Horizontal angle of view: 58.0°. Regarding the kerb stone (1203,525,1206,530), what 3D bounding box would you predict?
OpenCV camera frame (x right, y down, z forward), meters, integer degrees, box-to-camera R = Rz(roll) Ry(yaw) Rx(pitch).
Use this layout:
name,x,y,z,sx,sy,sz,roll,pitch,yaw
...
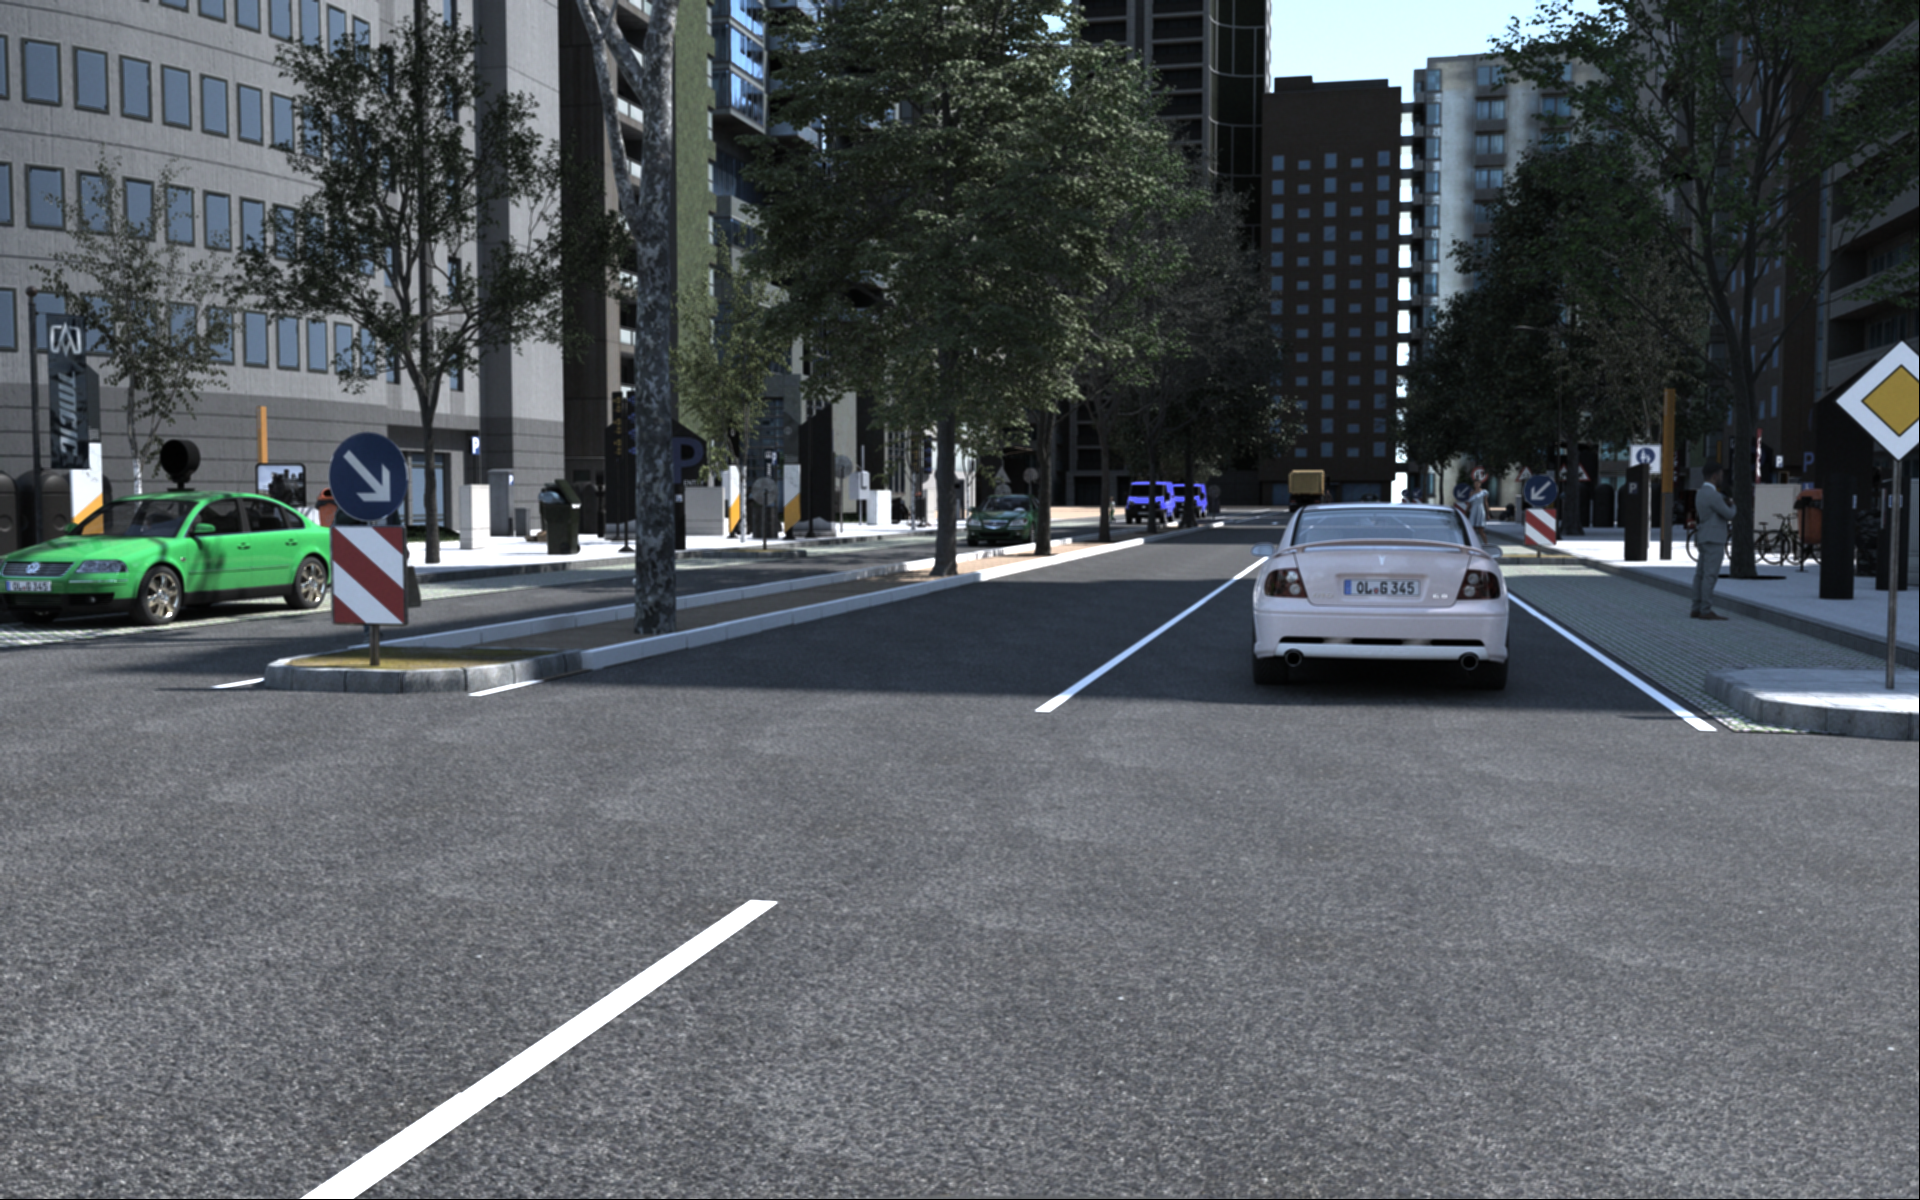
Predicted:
name,x,y,z,sx,sy,sz,roll,pitch,yaw
kerb stone,9.518,-2.832,68.496,0.120,0.150,1.000,1,4,13

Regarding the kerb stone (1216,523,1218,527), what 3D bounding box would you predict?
name,x,y,z,sx,sy,sz,roll,pitch,yaw
kerb stone,10.895,-3.198,74.487,0.120,0.150,1.000,1,4,13

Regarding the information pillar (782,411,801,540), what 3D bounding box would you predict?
name,x,y,z,sx,sy,sz,roll,pitch,yaw
information pillar,-4.731,-3.503,48.635,0.504,3.616,0.183,1,4,18

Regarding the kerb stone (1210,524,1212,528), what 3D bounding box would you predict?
name,x,y,z,sx,sy,sz,roll,pitch,yaw
kerb stone,10.206,-3.013,71.492,0.120,0.150,1.000,1,4,13

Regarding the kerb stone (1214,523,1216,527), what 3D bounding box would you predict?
name,x,y,z,sx,sy,sz,roll,pitch,yaw
kerb stone,10.663,-3.137,73.491,0.120,0.150,1.000,1,4,13

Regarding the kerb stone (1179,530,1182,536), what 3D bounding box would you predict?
name,x,y,z,sx,sy,sz,roll,pitch,yaw
kerb stone,7.446,-2.282,59.501,0.120,0.150,1.000,1,4,13

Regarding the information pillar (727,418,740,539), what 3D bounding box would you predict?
name,x,y,z,sx,sy,sz,roll,pitch,yaw
information pillar,-6.555,-3.595,50.138,0.183,3.616,0.504,2,4,26

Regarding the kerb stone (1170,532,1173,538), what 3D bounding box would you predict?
name,x,y,z,sx,sy,sz,roll,pitch,yaw
kerb stone,6.753,-2.097,56.514,0.120,0.150,1.000,1,4,13

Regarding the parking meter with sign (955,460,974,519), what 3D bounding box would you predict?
name,x,y,z,sx,sy,sz,roll,pitch,yaw
parking meter with sign,-0.162,-5.693,89.349,1.738,3.016,0.543,-1,4,-20

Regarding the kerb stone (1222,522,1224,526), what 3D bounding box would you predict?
name,x,y,z,sx,sy,sz,roll,pitch,yaw
kerb stone,11.595,-3.382,77.490,0.120,0.150,1.000,1,4,13

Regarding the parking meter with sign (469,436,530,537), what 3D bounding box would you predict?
name,x,y,z,sx,sy,sz,roll,pitch,yaw
parking meter with sign,-13.882,-3.431,52.362,1.738,3.016,0.543,1,4,9

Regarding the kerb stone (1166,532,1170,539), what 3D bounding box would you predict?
name,x,y,z,sx,sy,sz,roll,pitch,yaw
kerb stone,6.525,-2.038,55.514,0.120,0.150,1.000,1,4,13

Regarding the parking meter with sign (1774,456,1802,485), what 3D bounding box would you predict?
name,x,y,z,sx,sy,sz,roll,pitch,yaw
parking meter with sign,37.407,-4.978,77.655,0.543,3.016,1.738,-2,4,-30

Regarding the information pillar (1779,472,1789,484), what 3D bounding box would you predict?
name,x,y,z,sx,sy,sz,roll,pitch,yaw
information pillar,26.993,-3.198,56.782,0.304,2.012,0.304,2,4,27

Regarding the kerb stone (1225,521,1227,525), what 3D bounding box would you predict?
name,x,y,z,sx,sy,sz,roll,pitch,yaw
kerb stone,12.053,-3.504,79.483,0.120,0.150,1.000,1,4,13

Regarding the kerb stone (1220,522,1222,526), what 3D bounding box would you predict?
name,x,y,z,sx,sy,sz,roll,pitch,yaw
kerb stone,11.365,-3.321,76.488,0.120,0.150,1.000,1,4,13

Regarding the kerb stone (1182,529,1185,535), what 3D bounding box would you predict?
name,x,y,z,sx,sy,sz,roll,pitch,yaw
kerb stone,7.675,-2.335,60.499,0.120,0.150,1.000,1,4,13

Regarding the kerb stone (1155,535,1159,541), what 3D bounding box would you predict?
name,x,y,z,sx,sy,sz,roll,pitch,yaw
kerb stone,5.834,-1.852,52.520,0.120,0.150,1.000,1,4,13

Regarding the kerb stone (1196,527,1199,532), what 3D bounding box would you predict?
name,x,y,z,sx,sy,sz,roll,pitch,yaw
kerb stone,8.829,-2.645,65.507,0.120,0.150,1.000,1,4,13

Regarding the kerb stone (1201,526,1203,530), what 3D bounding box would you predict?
name,x,y,z,sx,sy,sz,roll,pitch,yaw
kerb stone,9.286,-2.770,67.499,0.120,0.150,1.000,1,4,13

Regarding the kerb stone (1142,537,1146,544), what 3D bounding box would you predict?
name,x,y,z,sx,sy,sz,roll,pitch,yaw
kerb stone,5.133,-1.672,49.529,0.120,0.150,1.000,1,4,13

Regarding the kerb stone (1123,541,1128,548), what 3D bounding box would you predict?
name,x,y,z,sx,sy,sz,roll,pitch,yaw
kerb stone,4.213,-1.427,45.534,0.120,0.150,1.000,1,4,13

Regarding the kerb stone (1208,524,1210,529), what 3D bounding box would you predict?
name,x,y,z,sx,sy,sz,roll,pitch,yaw
kerb stone,9.980,-2.951,70.493,0.120,0.150,1.000,1,4,13

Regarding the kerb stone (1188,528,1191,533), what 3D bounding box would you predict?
name,x,y,z,sx,sy,sz,roll,pitch,yaw
kerb stone,8.133,-2.465,62.505,0.120,0.150,1.000,1,4,13

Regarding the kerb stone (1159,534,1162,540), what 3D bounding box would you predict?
name,x,y,z,sx,sy,sz,roll,pitch,yaw
kerb stone,6.058,-1.916,53.518,0.120,0.150,1.000,1,4,13

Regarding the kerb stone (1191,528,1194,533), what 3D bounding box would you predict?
name,x,y,z,sx,sy,sz,roll,pitch,yaw
kerb stone,8.368,-2.527,63.508,0.120,0.150,1.000,1,4,13

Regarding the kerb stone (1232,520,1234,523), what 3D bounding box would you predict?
name,x,y,z,sx,sy,sz,roll,pitch,yaw
kerb stone,12.970,-3.749,83.498,0.120,0.150,1.000,1,4,13

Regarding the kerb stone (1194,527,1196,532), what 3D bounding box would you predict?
name,x,y,z,sx,sy,sz,roll,pitch,yaw
kerb stone,8.598,-2.588,64.510,0.120,0.150,1.000,1,4,13

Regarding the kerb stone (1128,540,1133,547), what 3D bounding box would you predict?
name,x,y,z,sx,sy,sz,roll,pitch,yaw
kerb stone,4.447,-1.488,46.529,0.120,0.150,1.000,1,4,13

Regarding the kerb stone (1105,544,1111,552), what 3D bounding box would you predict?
name,x,y,z,sx,sy,sz,roll,pitch,yaw
kerb stone,3.522,-1.244,42.541,0.120,0.150,1.000,1,4,13

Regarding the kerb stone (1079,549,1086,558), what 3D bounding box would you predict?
name,x,y,z,sx,sy,sz,roll,pitch,yaw
kerb stone,2.603,-1.000,38.552,0.120,0.150,1.000,1,4,13

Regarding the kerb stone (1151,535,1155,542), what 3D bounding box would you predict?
name,x,y,z,sx,sy,sz,roll,pitch,yaw
kerb stone,5.606,-1.794,51.523,0.120,0.150,1.000,1,4,13

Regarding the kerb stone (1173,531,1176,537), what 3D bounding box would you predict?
name,x,y,z,sx,sy,sz,roll,pitch,yaw
kerb stone,6.983,-2.160,57.510,0.120,0.150,1.000,1,4,13

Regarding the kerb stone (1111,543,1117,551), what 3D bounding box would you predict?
name,x,y,z,sx,sy,sz,roll,pitch,yaw
kerb stone,3.760,-1.304,43.535,0.120,0.150,1.000,1,4,13

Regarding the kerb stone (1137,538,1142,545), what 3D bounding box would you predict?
name,x,y,z,sx,sy,sz,roll,pitch,yaw
kerb stone,4.908,-1.610,48.526,0.120,0.150,1.000,1,4,13

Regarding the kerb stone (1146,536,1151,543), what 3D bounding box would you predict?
name,x,y,z,sx,sy,sz,roll,pitch,yaw
kerb stone,5.371,-1.727,50.529,0.120,0.150,1.000,1,4,13

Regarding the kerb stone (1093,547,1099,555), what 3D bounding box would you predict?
name,x,y,z,sx,sy,sz,roll,pitch,yaw
kerb stone,3.065,-1.122,40.547,0.120,0.150,1.000,1,4,13

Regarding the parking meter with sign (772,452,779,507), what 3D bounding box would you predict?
name,x,y,z,sx,sy,sz,roll,pitch,yaw
parking meter with sign,-6.861,-4.607,71.581,1.738,3.016,0.543,-2,4,-30

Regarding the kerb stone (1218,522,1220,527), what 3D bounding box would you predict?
name,x,y,z,sx,sy,sz,roll,pitch,yaw
kerb stone,11.134,-3.256,75.485,0.120,0.150,1.000,1,4,13

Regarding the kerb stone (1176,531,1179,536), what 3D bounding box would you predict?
name,x,y,z,sx,sy,sz,roll,pitch,yaw
kerb stone,7.213,-2.221,58.506,0.120,0.150,1.000,1,4,13

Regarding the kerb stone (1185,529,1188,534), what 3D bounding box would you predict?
name,x,y,z,sx,sy,sz,roll,pitch,yaw
kerb stone,7.897,-2.400,61.502,0.120,0.150,1.000,1,4,13

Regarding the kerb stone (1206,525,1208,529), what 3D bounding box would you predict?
name,x,y,z,sx,sy,sz,roll,pitch,yaw
kerb stone,9.749,-2.888,69.492,0.120,0.150,1.000,1,4,13

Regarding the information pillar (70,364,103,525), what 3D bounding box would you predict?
name,x,y,z,sx,sy,sz,roll,pitch,yaw
information pillar,-14.143,-2.240,27.984,0.183,3.616,0.504,3,4,39

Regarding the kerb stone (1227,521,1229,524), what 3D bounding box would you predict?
name,x,y,z,sx,sy,sz,roll,pitch,yaw
kerb stone,12.283,-3.565,80.479,0.120,0.150,1.000,1,4,13

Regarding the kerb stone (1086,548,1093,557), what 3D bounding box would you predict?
name,x,y,z,sx,sy,sz,roll,pitch,yaw
kerb stone,2.841,-1.061,39.547,0.120,0.150,1.000,1,4,13

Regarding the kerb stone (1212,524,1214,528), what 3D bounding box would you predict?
name,x,y,z,sx,sy,sz,roll,pitch,yaw
kerb stone,10.434,-3.076,72.489,0.120,0.150,1.000,1,4,13

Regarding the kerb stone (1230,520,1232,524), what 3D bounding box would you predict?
name,x,y,z,sx,sy,sz,roll,pitch,yaw
kerb stone,12.747,-3.686,82.497,0.120,0.150,1.000,1,4,13

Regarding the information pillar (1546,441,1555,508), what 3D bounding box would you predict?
name,x,y,z,sx,sy,sz,roll,pitch,yaw
information pillar,20.599,-4.226,60.447,0.183,3.616,0.504,3,5,44

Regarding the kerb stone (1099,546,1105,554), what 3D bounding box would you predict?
name,x,y,z,sx,sy,sz,roll,pitch,yaw
kerb stone,3.290,-1.183,41.545,0.120,0.150,1.000,1,4,13

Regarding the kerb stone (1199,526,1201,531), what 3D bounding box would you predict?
name,x,y,z,sx,sy,sz,roll,pitch,yaw
kerb stone,9.051,-2.710,66.504,0.120,0.150,1.000,1,4,13

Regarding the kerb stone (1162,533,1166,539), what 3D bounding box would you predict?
name,x,y,z,sx,sy,sz,roll,pitch,yaw
kerb stone,6.292,-1.974,54.519,0.120,0.150,1.000,1,4,13

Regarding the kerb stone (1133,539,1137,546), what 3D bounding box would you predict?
name,x,y,z,sx,sy,sz,roll,pitch,yaw
kerb stone,4.677,-1.549,47.526,0.120,0.150,1.000,1,4,13

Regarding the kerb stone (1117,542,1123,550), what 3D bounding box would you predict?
name,x,y,z,sx,sy,sz,roll,pitch,yaw
kerb stone,3.991,-1.365,44.535,0.120,0.150,1.000,1,4,13
